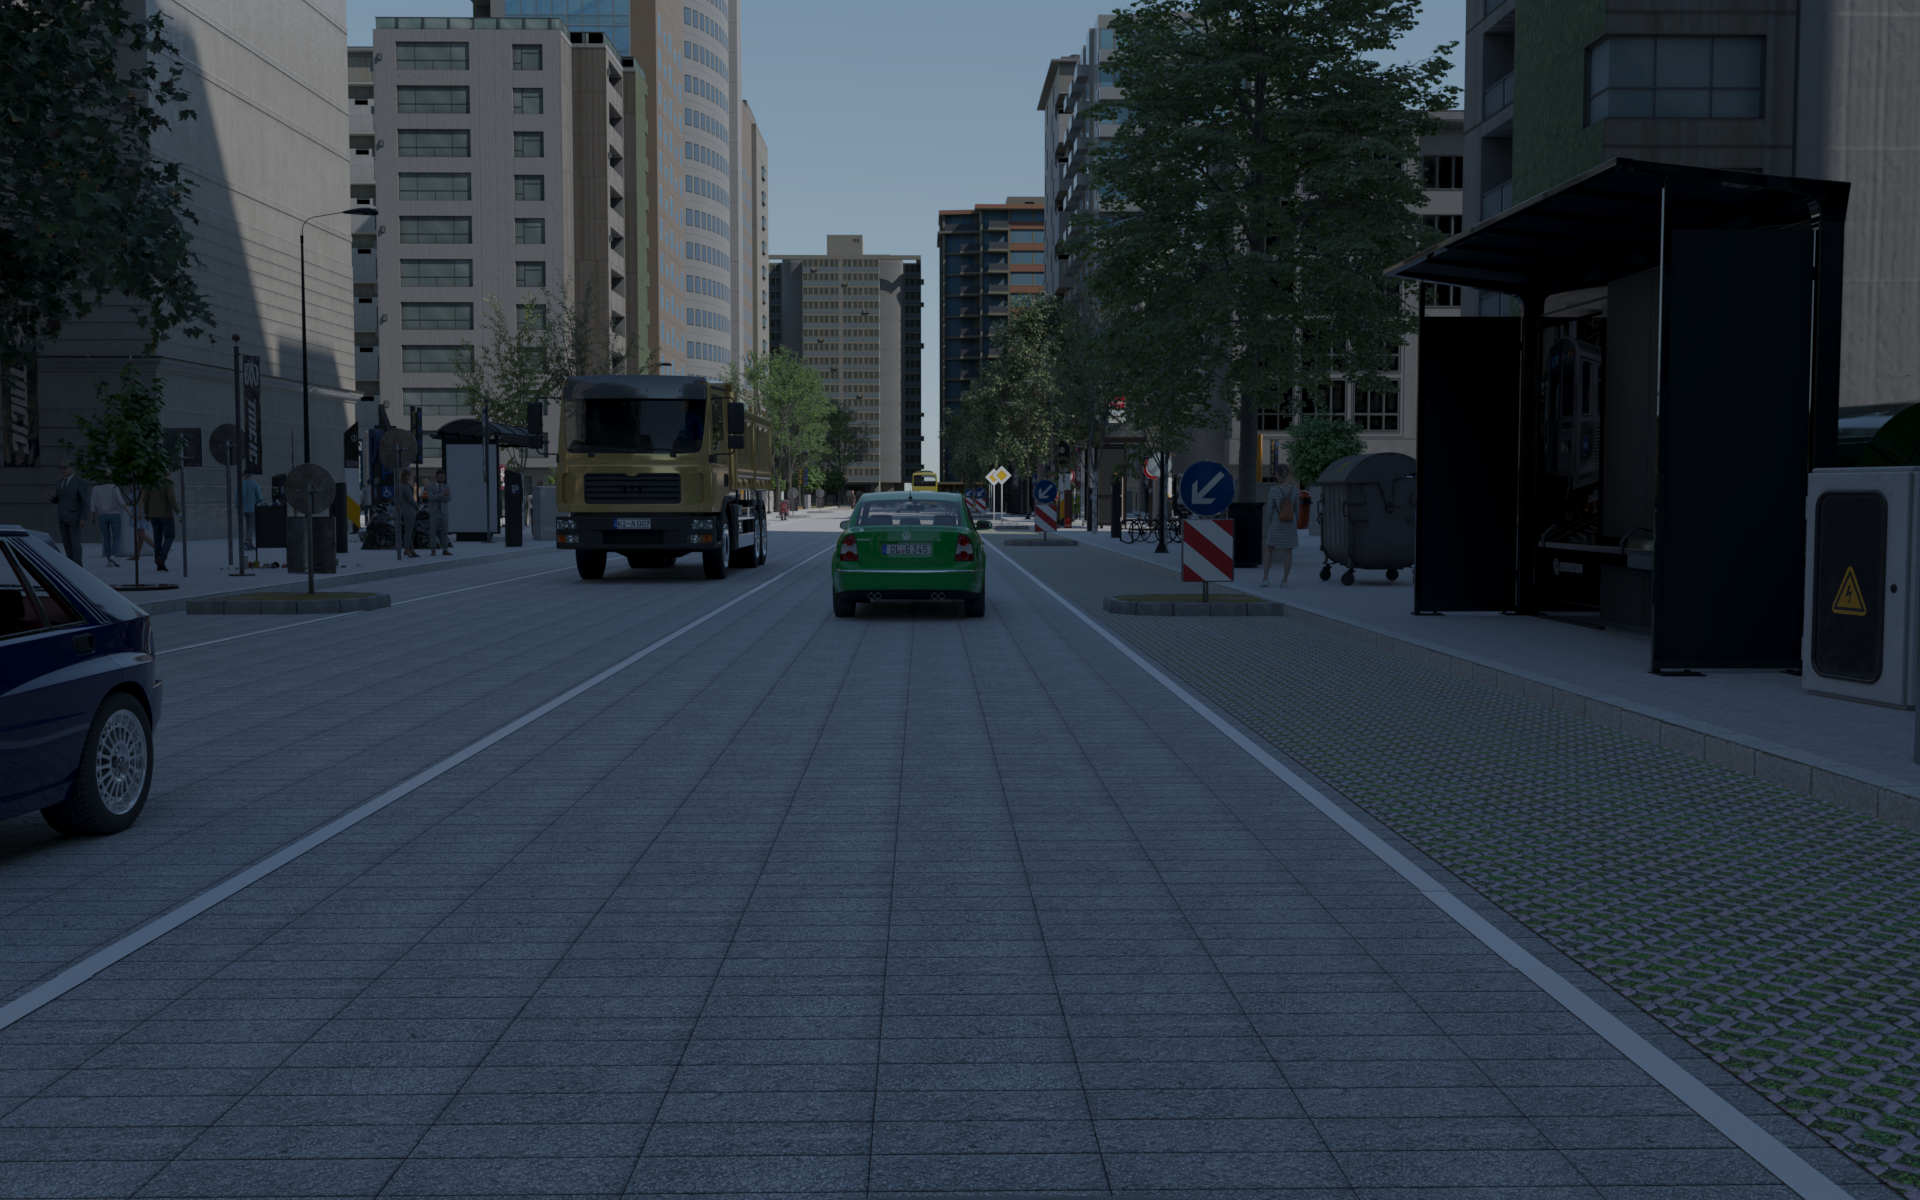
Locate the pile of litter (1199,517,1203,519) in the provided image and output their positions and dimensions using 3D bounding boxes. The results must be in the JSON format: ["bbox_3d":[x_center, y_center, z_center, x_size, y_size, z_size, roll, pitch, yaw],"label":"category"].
[{"bbox_3d":[9.411,-3.195,66.208,1.176,0.858,1.719,-2,4,-29],"label":"pile of litter"}]

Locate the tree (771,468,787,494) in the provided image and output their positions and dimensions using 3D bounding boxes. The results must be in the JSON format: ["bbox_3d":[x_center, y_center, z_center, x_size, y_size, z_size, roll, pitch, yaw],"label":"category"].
[{"bbox_3d":[-13.710,-8.191,128.519,1.663,3.219,1.824,0,3,0],"label":"tree"}]

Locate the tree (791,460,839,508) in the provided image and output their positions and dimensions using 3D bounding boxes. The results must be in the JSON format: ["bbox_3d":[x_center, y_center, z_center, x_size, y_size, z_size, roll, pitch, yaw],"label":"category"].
[{"bbox_3d":[-14.291,-10.997,163.517,4.285,4.588,4.351,0,3,0],"label":"tree"}]

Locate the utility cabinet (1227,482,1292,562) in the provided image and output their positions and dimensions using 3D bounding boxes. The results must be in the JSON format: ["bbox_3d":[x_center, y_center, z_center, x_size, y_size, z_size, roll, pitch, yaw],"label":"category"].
[{"bbox_3d":[5.603,-1.454,32.448,1.173,1.500,0.318,0,4,-6],"label":"utility cabinet"}]

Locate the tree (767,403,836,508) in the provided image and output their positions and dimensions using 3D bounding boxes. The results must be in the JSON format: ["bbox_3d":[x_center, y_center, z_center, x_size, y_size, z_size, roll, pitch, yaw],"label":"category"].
[{"bbox_3d":[-14.565,-13.423,153.880,7.601,10.594,8.767,-3,5,-41],"label":"tree"}]

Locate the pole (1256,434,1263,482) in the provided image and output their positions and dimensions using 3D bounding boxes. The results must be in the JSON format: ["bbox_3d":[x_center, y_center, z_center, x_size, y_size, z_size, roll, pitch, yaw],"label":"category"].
[{"bbox_3d":[10.169,-3.976,58.854,0.158,3.312,0.155,0,3,0],"label":"pole"}]

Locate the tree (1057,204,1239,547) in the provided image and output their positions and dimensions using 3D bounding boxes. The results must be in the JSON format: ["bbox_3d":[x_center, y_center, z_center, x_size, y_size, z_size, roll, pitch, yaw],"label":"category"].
[{"bbox_3d":[4.800,-5.614,42.145,4.737,8.622,4.395,0,3,0],"label":"tree"}]

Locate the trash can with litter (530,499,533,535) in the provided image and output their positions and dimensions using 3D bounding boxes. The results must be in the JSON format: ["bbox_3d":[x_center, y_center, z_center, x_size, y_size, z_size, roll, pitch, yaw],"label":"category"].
[{"bbox_3d":[-12.987,-2.603,53.947,0.624,1.170,1.055,-2,4,-35],"label":"trash can with litter"}]

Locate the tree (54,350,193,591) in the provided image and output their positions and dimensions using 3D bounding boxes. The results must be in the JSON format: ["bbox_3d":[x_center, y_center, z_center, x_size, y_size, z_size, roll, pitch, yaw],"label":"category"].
[{"bbox_3d":[-11.046,-1.760,23.379,1.663,3.219,1.824,0,3,0],"label":"tree"}]

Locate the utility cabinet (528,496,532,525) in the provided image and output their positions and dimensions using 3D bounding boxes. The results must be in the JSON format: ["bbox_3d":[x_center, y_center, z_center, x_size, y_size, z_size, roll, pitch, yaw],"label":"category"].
[{"bbox_3d":[-17.316,-3.674,71.232,0.306,1.237,1.020,2,4,26],"label":"utility cabinet"}]

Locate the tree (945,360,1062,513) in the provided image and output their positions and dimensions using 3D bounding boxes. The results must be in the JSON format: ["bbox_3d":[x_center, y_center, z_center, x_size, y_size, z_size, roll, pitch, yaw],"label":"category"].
[{"bbox_3d":[3.145,-11.083,115.615,8.767,10.594,7.601,0,3,0],"label":"tree"}]

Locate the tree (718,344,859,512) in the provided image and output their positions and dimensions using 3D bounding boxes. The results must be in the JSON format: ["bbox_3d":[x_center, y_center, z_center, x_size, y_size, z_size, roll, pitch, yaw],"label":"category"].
[{"bbox_3d":[-12.863,-11.938,120.942,9.928,11.665,9.643,0,3,0],"label":"tree"}]

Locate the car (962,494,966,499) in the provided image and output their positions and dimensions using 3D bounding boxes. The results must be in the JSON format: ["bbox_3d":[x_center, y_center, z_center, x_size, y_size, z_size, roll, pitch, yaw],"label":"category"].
[{"bbox_3d":[-0.200,-9.084,157.314,1.959,1.807,4.718,0,4,-2],"label":"car"}]

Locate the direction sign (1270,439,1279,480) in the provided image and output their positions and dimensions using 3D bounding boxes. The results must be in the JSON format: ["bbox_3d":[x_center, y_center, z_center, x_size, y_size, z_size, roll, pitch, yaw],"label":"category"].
[{"bbox_3d":[12.954,-4.859,71.449,0.379,3.537,0.876,2,4,31],"label":"direction sign"}]

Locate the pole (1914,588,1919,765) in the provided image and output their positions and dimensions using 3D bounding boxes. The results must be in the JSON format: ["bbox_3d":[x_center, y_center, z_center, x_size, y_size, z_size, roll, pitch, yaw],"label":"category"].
[{"bbox_3d":[4.619,-0.872,8.093,0.158,3.312,0.155,0,3,0],"label":"pole"}]

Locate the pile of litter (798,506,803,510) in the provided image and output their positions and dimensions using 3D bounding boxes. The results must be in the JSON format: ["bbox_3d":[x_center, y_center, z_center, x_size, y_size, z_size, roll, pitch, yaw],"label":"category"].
[{"bbox_3d":[-13.405,-7.819,141.811,1.176,0.858,1.719,1,4,14],"label":"pile of litter"}]

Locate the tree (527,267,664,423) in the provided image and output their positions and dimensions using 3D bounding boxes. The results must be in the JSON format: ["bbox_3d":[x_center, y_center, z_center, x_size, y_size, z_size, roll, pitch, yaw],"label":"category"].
[{"bbox_3d":[-12.115,-6.501,56.648,4.360,8.622,3.978,0,3,0],"label":"tree"}]

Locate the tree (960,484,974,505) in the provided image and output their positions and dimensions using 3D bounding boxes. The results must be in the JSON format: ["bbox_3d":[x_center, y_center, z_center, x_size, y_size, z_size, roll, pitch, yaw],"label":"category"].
[{"bbox_3d":[1.486,-15.442,202.836,4.360,8.622,3.978,0,3,0],"label":"tree"}]

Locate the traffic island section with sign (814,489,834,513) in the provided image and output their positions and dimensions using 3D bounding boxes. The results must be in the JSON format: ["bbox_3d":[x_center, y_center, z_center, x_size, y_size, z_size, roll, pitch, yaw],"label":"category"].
[{"bbox_3d":[-10.475,-7.450,130.437,1.989,1.847,2.006,0,4,-1],"label":"traffic island section with sign"}]

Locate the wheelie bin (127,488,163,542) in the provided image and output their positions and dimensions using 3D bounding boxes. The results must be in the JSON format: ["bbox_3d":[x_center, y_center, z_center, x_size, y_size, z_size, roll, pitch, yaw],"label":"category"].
[{"bbox_3d":[-20.270,-2.151,43.081,0.693,1.594,0.980,-1,4,-9],"label":"wheelie bin"}]

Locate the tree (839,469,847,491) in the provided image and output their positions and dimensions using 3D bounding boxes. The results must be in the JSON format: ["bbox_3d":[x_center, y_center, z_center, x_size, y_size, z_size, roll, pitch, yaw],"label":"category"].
[{"bbox_3d":[-14.474,-13.147,198.666,4.285,4.588,4.351,0,3,0],"label":"tree"}]

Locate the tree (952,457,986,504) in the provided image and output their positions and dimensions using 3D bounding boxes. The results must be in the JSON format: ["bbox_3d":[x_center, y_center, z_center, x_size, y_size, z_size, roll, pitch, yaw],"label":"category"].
[{"bbox_3d":[0.962,-16.920,226.999,4.737,8.622,4.395,0,3,0],"label":"tree"}]

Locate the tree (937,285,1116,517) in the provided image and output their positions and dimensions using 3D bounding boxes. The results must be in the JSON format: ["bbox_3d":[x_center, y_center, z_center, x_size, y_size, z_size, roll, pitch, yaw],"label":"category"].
[{"bbox_3d":[4.337,-10.909,95.364,9.611,12.733,9.660,0,3,0],"label":"tree"}]

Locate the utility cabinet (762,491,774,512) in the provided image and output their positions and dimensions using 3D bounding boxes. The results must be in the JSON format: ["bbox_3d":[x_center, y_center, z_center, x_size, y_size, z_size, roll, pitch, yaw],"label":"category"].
[{"bbox_3d":[-13.864,-7.088,124.567,0.318,1.500,1.173,1,4,19],"label":"utility cabinet"}]

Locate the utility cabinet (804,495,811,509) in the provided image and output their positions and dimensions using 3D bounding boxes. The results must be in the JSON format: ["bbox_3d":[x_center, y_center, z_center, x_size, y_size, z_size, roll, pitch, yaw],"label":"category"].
[{"bbox_3d":[-13.386,-8.568,151.245,0.306,1.237,1.020,-2,4,-33],"label":"utility cabinet"}]

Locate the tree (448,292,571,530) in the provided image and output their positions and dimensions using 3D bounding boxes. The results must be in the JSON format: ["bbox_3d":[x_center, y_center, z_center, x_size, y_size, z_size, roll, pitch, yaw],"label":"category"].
[{"bbox_3d":[-16.042,-6.844,62.257,4.737,8.622,4.395,0,3,0],"label":"tree"}]

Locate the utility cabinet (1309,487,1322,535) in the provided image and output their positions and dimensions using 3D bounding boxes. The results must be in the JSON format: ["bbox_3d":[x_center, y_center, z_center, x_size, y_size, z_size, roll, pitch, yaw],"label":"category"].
[{"bbox_3d":[11.281,-2.707,52.946,1.173,1.500,0.318,1,4,16],"label":"utility cabinet"}]

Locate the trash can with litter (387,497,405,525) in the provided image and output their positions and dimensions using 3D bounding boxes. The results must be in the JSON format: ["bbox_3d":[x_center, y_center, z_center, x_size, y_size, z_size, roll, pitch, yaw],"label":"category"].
[{"bbox_3d":[-15.758,-2.209,47.177,1.678,1.210,2.233,3,4,37],"label":"trash can with litter"}]

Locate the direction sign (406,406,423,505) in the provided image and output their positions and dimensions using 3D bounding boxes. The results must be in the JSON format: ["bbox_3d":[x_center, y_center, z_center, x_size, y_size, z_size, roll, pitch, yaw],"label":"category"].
[{"bbox_3d":[-14.101,-3.242,45.006,0.379,3.537,0.876,0,4,0],"label":"direction sign"}]

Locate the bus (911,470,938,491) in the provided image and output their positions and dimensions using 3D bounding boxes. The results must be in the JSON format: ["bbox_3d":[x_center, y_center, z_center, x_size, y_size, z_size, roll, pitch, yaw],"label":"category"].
[{"bbox_3d":[-3.661,-11.508,179.708,2.896,3.916,12.252,0,4,-1],"label":"bus"}]

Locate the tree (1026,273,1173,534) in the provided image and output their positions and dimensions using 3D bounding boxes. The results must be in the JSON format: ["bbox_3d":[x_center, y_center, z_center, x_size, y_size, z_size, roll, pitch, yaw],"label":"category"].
[{"bbox_3d":[4.304,-6.464,56.042,4.360,8.622,3.978,0,3,0],"label":"tree"}]

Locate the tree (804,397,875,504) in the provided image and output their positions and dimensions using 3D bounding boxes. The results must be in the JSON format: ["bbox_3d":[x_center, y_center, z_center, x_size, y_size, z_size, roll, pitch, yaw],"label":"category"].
[{"bbox_3d":[-15.138,-18.929,219.853,12.009,13.543,11.850,0,3,0],"label":"tree"}]

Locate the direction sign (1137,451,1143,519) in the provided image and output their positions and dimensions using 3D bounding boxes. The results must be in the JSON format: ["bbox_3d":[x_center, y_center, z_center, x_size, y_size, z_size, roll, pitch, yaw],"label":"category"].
[{"bbox_3d":[9.086,-5.833,87.360,0.379,3.537,0.876,0,4,-3],"label":"direction sign"}]

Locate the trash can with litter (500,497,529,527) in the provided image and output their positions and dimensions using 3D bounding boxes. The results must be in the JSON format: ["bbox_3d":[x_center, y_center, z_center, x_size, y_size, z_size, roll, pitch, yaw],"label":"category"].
[{"bbox_3d":[-17.432,-3.391,66.496,2.233,1.210,1.678,-1,4,-15],"label":"trash can with litter"}]

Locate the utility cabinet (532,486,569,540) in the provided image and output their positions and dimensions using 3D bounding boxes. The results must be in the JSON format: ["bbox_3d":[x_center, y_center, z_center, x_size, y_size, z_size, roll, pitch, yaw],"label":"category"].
[{"bbox_3d":[-11.383,-2.420,48.252,0.318,1.500,1.173,2,4,28],"label":"utility cabinet"}]

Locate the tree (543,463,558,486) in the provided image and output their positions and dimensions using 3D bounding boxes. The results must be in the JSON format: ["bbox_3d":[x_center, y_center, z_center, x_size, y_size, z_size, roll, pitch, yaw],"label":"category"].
[{"bbox_3d":[-22.672,-6.336,98.191,1.663,3.219,1.824,0,3,0],"label":"tree"}]

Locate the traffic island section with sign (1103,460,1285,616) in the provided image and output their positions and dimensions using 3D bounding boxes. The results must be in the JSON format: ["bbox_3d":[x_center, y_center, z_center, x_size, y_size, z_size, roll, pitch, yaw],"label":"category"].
[{"bbox_3d":[2.783,-0.764,21.124,1.989,1.847,2.006,0,4,-1],"label":"traffic island section with sign"}]

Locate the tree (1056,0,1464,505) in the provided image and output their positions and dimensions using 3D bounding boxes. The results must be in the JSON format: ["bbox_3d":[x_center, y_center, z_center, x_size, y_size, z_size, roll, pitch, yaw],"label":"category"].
[{"bbox_3d":[5.427,-6.873,30.496,7.486,12.596,7.792,0,3,0],"label":"tree"}]

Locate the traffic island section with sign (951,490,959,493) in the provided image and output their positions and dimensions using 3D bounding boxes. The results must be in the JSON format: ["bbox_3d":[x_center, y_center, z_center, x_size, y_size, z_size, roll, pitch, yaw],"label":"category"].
[{"bbox_3d":[0.529,-7.490,131.092,1.989,1.847,2.006,0,4,-1],"label":"traffic island section with sign"}]

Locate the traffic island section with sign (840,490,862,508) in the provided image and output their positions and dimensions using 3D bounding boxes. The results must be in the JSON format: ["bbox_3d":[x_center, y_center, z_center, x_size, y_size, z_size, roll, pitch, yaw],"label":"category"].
[{"bbox_3d":[-11.489,-10.521,180.649,1.989,1.847,2.006,0,4,-1],"label":"traffic island section with sign"}]

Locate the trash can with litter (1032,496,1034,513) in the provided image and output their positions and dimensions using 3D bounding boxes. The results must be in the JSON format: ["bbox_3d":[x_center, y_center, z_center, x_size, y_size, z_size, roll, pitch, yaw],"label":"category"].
[{"bbox_3d":[4.710,-6.652,119.823,1.678,1.210,2.233,1,4,19],"label":"trash can with litter"}]

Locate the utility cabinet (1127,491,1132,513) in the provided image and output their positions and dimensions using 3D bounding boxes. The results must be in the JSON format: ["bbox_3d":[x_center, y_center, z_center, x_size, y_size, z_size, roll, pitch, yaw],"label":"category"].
[{"bbox_3d":[11.177,-6.636,117.169,0.318,1.500,1.173,3,5,44],"label":"utility cabinet"}]

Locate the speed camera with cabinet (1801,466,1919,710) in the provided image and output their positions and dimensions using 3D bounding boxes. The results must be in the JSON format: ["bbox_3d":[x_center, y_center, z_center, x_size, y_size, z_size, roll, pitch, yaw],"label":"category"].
[{"bbox_3d":[5.853,-0.965,10.122,0.660,3.252,2.038,-1,4,-10],"label":"speed camera with cabinet"}]

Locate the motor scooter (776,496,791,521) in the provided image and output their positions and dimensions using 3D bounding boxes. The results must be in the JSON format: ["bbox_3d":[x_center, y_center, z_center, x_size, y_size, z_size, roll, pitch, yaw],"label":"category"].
[{"bbox_3d":[-9.515,-4.944,93.610,0.815,1.314,1.986,0,4,1],"label":"motor scooter"}]

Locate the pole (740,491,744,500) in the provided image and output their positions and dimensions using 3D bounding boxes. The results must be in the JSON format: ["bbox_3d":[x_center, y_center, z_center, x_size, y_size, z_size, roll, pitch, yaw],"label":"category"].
[{"bbox_3d":[-11.757,-6.079,93.238,0.158,3.312,0.155,0,3,0],"label":"pole"}]

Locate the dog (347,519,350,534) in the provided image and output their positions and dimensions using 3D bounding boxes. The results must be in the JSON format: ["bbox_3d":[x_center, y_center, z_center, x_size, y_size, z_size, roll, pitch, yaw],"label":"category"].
[{"bbox_3d":[-20.037,-2.411,56.243,0.540,0.507,0.406,0,4,0],"label":"dog"}]

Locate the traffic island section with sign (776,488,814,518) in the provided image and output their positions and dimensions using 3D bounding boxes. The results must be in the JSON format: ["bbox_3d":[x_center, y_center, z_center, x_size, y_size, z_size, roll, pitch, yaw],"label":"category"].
[{"bbox_3d":[-9.932,-5.800,103.454,1.989,1.847,2.006,0,4,-1],"label":"traffic island section with sign"}]

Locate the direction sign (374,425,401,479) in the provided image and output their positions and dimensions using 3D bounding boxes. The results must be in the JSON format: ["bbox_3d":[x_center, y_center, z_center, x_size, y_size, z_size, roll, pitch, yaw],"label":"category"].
[{"bbox_3d":[-18.922,-3.984,57.140,0.379,3.537,0.876,2,4,33],"label":"direction sign"}]

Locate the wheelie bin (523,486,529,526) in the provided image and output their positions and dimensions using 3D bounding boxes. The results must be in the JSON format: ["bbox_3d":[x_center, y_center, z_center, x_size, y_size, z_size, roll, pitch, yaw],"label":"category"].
[{"bbox_3d":[-17.703,-3.759,69.361,0.980,1.594,0.693,1,4,20],"label":"wheelie bin"}]

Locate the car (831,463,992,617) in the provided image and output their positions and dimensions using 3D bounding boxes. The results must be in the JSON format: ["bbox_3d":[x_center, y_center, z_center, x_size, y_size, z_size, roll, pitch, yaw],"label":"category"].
[{"bbox_3d":[-0.572,-0.780,21.551,1.959,1.807,4.718,0,4,1],"label":"car"}]

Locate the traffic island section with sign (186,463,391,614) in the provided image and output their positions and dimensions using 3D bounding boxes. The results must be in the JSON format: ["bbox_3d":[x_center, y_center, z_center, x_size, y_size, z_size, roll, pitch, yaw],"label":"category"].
[{"bbox_3d":[-8.245,-0.792,21.572,1.989,1.847,2.006,0,4,-1],"label":"traffic island section with sign"}]

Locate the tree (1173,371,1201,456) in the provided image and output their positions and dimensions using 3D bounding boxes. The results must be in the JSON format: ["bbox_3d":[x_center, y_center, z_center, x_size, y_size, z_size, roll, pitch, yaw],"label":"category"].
[{"bbox_3d":[9.799,-8.194,84.335,4.360,8.622,3.978,0,3,0],"label":"tree"}]

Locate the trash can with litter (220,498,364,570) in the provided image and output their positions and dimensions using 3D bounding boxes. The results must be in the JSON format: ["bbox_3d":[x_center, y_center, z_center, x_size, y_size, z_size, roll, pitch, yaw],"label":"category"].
[{"bbox_3d":[-11.579,-1.166,30.125,2.233,1.210,1.678,-1,4,-13],"label":"trash can with litter"}]

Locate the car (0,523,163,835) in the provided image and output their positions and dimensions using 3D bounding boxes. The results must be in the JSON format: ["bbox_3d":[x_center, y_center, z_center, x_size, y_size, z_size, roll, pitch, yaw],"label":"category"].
[{"bbox_3d":[-4.391,0.401,6.026,1.945,1.354,3.894,0,3,0],"label":"car"}]

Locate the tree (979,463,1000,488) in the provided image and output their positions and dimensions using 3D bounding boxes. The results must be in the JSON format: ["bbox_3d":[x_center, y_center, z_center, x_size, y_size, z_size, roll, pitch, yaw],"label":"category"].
[{"bbox_3d":[3.180,-9.221,134.469,4.285,4.588,4.351,0,3,0],"label":"tree"}]

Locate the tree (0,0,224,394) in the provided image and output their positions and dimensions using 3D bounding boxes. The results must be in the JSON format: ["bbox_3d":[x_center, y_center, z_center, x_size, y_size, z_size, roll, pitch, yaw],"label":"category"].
[{"bbox_3d":[-11.071,-5.968,14.591,9.611,12.733,9.660,0,3,0],"label":"tree"}]

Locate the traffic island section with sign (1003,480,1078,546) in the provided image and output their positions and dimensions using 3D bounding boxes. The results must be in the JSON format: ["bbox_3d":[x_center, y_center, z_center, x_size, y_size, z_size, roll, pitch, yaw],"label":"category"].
[{"bbox_3d":[2.223,-2.423,48.246,1.989,1.847,2.006,0,4,-1],"label":"traffic island section with sign"}]

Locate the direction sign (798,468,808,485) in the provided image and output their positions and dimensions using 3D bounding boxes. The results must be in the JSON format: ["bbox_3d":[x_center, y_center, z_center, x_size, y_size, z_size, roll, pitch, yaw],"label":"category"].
[{"bbox_3d":[-13.436,-9.555,148.220,0.876,3.537,0.379,0,4,1],"label":"direction sign"}]

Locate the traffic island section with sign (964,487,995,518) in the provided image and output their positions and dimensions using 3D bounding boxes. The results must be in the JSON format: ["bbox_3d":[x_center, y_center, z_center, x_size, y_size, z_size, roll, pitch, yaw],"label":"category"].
[{"bbox_3d":[1.102,-5.834,104.020,1.989,1.847,2.006,0,4,-1],"label":"traffic island section with sign"}]
